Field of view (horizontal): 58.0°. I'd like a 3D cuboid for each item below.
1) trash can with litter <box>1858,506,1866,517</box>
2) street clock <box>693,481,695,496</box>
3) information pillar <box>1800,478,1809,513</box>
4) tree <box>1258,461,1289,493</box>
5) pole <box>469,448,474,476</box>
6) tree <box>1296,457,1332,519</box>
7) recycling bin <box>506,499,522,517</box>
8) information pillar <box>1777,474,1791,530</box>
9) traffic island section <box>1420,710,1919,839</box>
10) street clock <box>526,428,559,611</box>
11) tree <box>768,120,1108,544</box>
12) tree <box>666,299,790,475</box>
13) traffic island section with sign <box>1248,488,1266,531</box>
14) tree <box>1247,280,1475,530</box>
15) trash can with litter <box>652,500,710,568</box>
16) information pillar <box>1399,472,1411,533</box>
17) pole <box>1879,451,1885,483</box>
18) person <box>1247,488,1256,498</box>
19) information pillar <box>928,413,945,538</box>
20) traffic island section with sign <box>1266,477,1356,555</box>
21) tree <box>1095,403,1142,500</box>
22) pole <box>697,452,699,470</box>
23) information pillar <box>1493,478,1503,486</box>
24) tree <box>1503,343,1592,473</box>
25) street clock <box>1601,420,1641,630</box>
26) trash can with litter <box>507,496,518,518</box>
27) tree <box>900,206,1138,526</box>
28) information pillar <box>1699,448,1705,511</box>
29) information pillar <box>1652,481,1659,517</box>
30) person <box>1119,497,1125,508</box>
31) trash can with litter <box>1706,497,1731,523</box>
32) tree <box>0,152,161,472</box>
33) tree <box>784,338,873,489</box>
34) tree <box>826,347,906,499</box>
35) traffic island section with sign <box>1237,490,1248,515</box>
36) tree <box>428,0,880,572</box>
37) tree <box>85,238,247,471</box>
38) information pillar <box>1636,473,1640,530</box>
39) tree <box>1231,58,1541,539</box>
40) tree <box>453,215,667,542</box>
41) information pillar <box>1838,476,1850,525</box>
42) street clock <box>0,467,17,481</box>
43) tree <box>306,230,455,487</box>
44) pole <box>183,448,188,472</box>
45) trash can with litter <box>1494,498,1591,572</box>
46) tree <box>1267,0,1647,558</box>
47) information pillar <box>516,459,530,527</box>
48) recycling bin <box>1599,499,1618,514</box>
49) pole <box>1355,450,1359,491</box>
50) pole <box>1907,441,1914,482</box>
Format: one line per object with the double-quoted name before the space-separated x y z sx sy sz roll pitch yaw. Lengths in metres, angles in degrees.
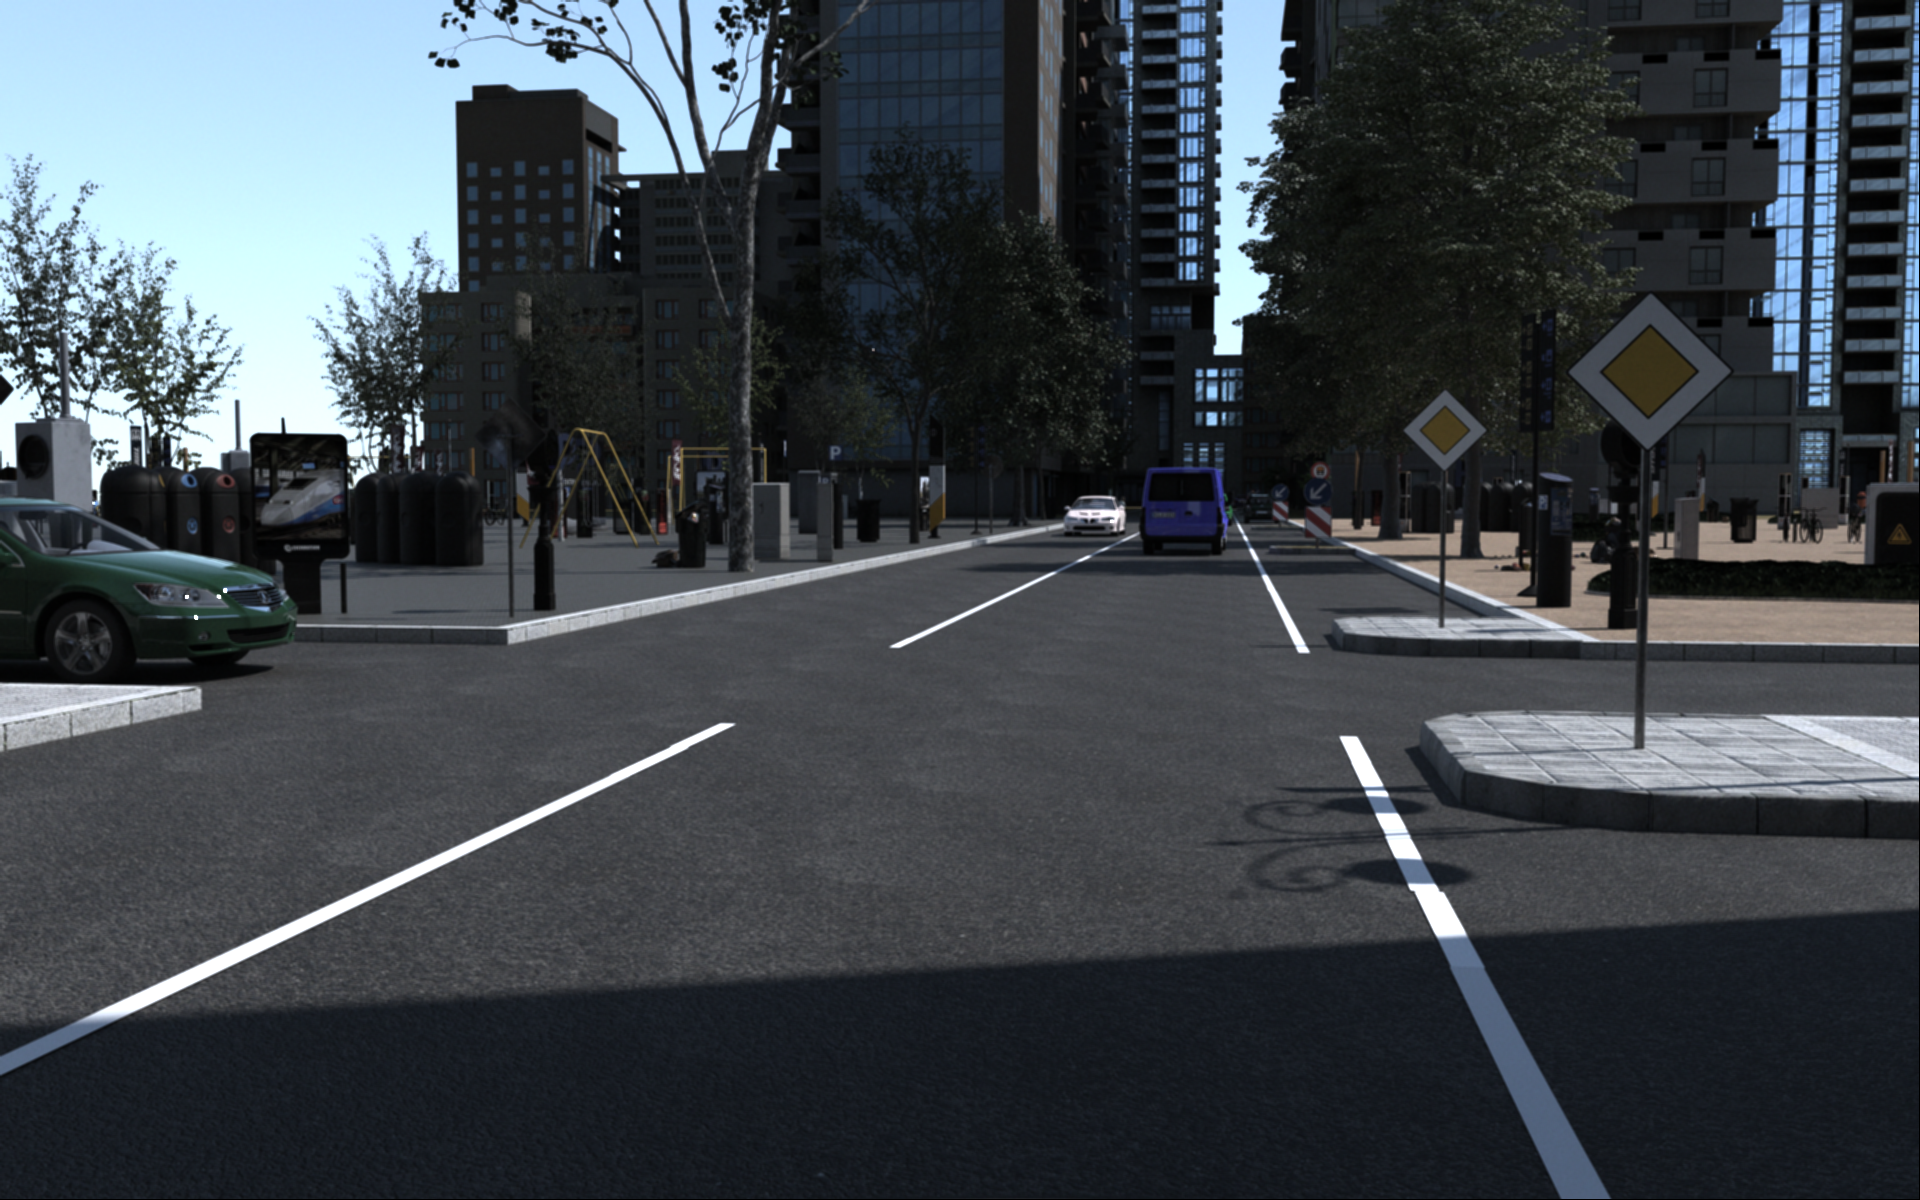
"trash can with litter" 20.261 -1.631 38.054 1.055 1.170 0.624 -3 4 -39
"street clock" -14.566 -5.569 95.617 0.358 2.002 0.471 -1 4 -16
"information pillar" 37.853 -4.475 77.663 0.304 2.012 0.304 1 4 16
"tree" 30.435 -11.220 167.165 4.285 4.588 4.351 0 3 0
"pole" -21.537 -5.054 76.471 0.158 3.312 0.155 0 3 0
"tree" 18.237 -5.778 89.068 1.663 3.219 1.824 0 3 0
"recycling bin" -24.534 -5.079 95.588 0.722 1.027 0.722 2 4 24
"information pillar" 29.629 -3.532 62.240 0.304 2.012 0.304 -2 4 -32
"traffic island section" 3.445 0.828 8.738 2.009 0.180 2.903 1 4 9
"street clock" -4.593 -0.889 19.098 0.358 2.002 0.471 0 4 5
"tree" -1.373 -6.722 44.323 8.767 10.594 7.601 2 4 29
"tree" -8.509 -6.998 64.775 4.737 8.622 4.395 0 3 0
"traffic island section with sign" 12.500 -3.650 68.312 1.989 1.847 2.006 1 4 9
"tree" 14.262 -7.814 62.164 8.767 10.594 7.601 1 4 23
"trash can with litter" -4.908 -1.154 30.260 1.055 1.170 0.624 2 4 24
"information pillar" 14.646 -3.218 57.114 0.304 2.012 0.304 2 4 35
"pole" 43.294 -5.351 81.340 0.158 3.312 0.155 0 3 0
"person" 16.137 -5.322 96.049 0.750 1.759 0.617 2 4 30
"information pillar" -0.675 -3.595 50.126 0.504 3.616 0.183 2 4 28
"traffic island section with sign" 8.461 -2.020 41.661 1.989 1.847 2.006 1 4 9
"tree" 12.457 -11.582 139.723 4.737 8.622 4.395 0 3 0
"pole" -12.674 -5.533 84.309 0.158 3.312 0.155 0 3 0
"information pillar" 24.201 -4.493 77.957 0.304 2.012 0.304 -1 4 -16
"tree" 28.181 -8.092 82.672 4.737 8.622 4.395 0 3 0
"street clock" 6.318 -0.727 16.457 0.471 2.002 0.358 -2 4 -30
"trash can with litter" -23.730 -4.911 91.688 0.624 1.170 1.055 -3 4 -37
"tree" 2.321 -9.328 69.523 9.611 12.733 9.660 0 3 0
"information pillar" 37.473 -5.879 87.477 0.183 3.616 0.504 0 4 2
"information pillar" 25.894 -4.492 64.805 0.504 3.616 0.183 -1 4 -9
"person" 7.901 -4.425 85.135 0.425 1.301 0.394 -3 4 -36
"trash can with litter" 34.150 -4.071 77.940 1.055 1.170 0.624 2 4 27
"tree" -19.619 -5.338 37.632 4.360 8.622 3.978 0 3 0
"tree" -6.249 -7.865 78.948 4.360 8.622 3.978 0 3 0
"tree" -4.786 -8.225 84.835 4.737 8.622 4.395 0 3 0
"traffic island section with sign" 19.989 -6.668 117.650 1.989 1.847 2.006 1 4 9
"tree" -4.047 -10.620 29.523 12.611 20.169 13.585 0 3 0
"tree" -23.170 -6.101 50.108 4.737 8.622 4.395 0 3 0
"information pillar" 21.278 -3.025 53.959 0.304 2.012 0.304 3 5 44
"tree" 12.385 -8.753 49.771 9.857 13.997 8.962 0 3 0
"tree" -10.555 -5.884 46.559 4.360 8.622 3.978 0 3 0
"information pillar" 36.533 -4.103 71.584 0.304 2.012 0.304 -3 5 -43
"street clock" -25.222 -2.537 46.058 0.471 2.002 0.358 0 4 -5
"tree" -15.412 -5.953 47.701 4.360 8.622 3.978 0 3 0
"pole" -33.907 -5.018 75.893 0.158 3.312 0.155 0 3 0
"trash can with litter" 9.869 -1.111 29.222 1.678 1.210 2.233 3 5 44
"tree" 9.941 -7.129 34.685 7.486 12.596 7.792 0 3 0
"information pillar" -17.177 -4.693 68.083 0.504 3.616 0.183 -2 4 -24
"recycling bin" 32.591 -4.556 87.043 0.722 1.027 0.722 -3 5 -39
"pole" 18.453 -5.296 80.431 0.158 3.312 0.155 0 3 0
"pole" 36.694 -4.469 66.904 0.158 3.312 0.155 0 3 0
